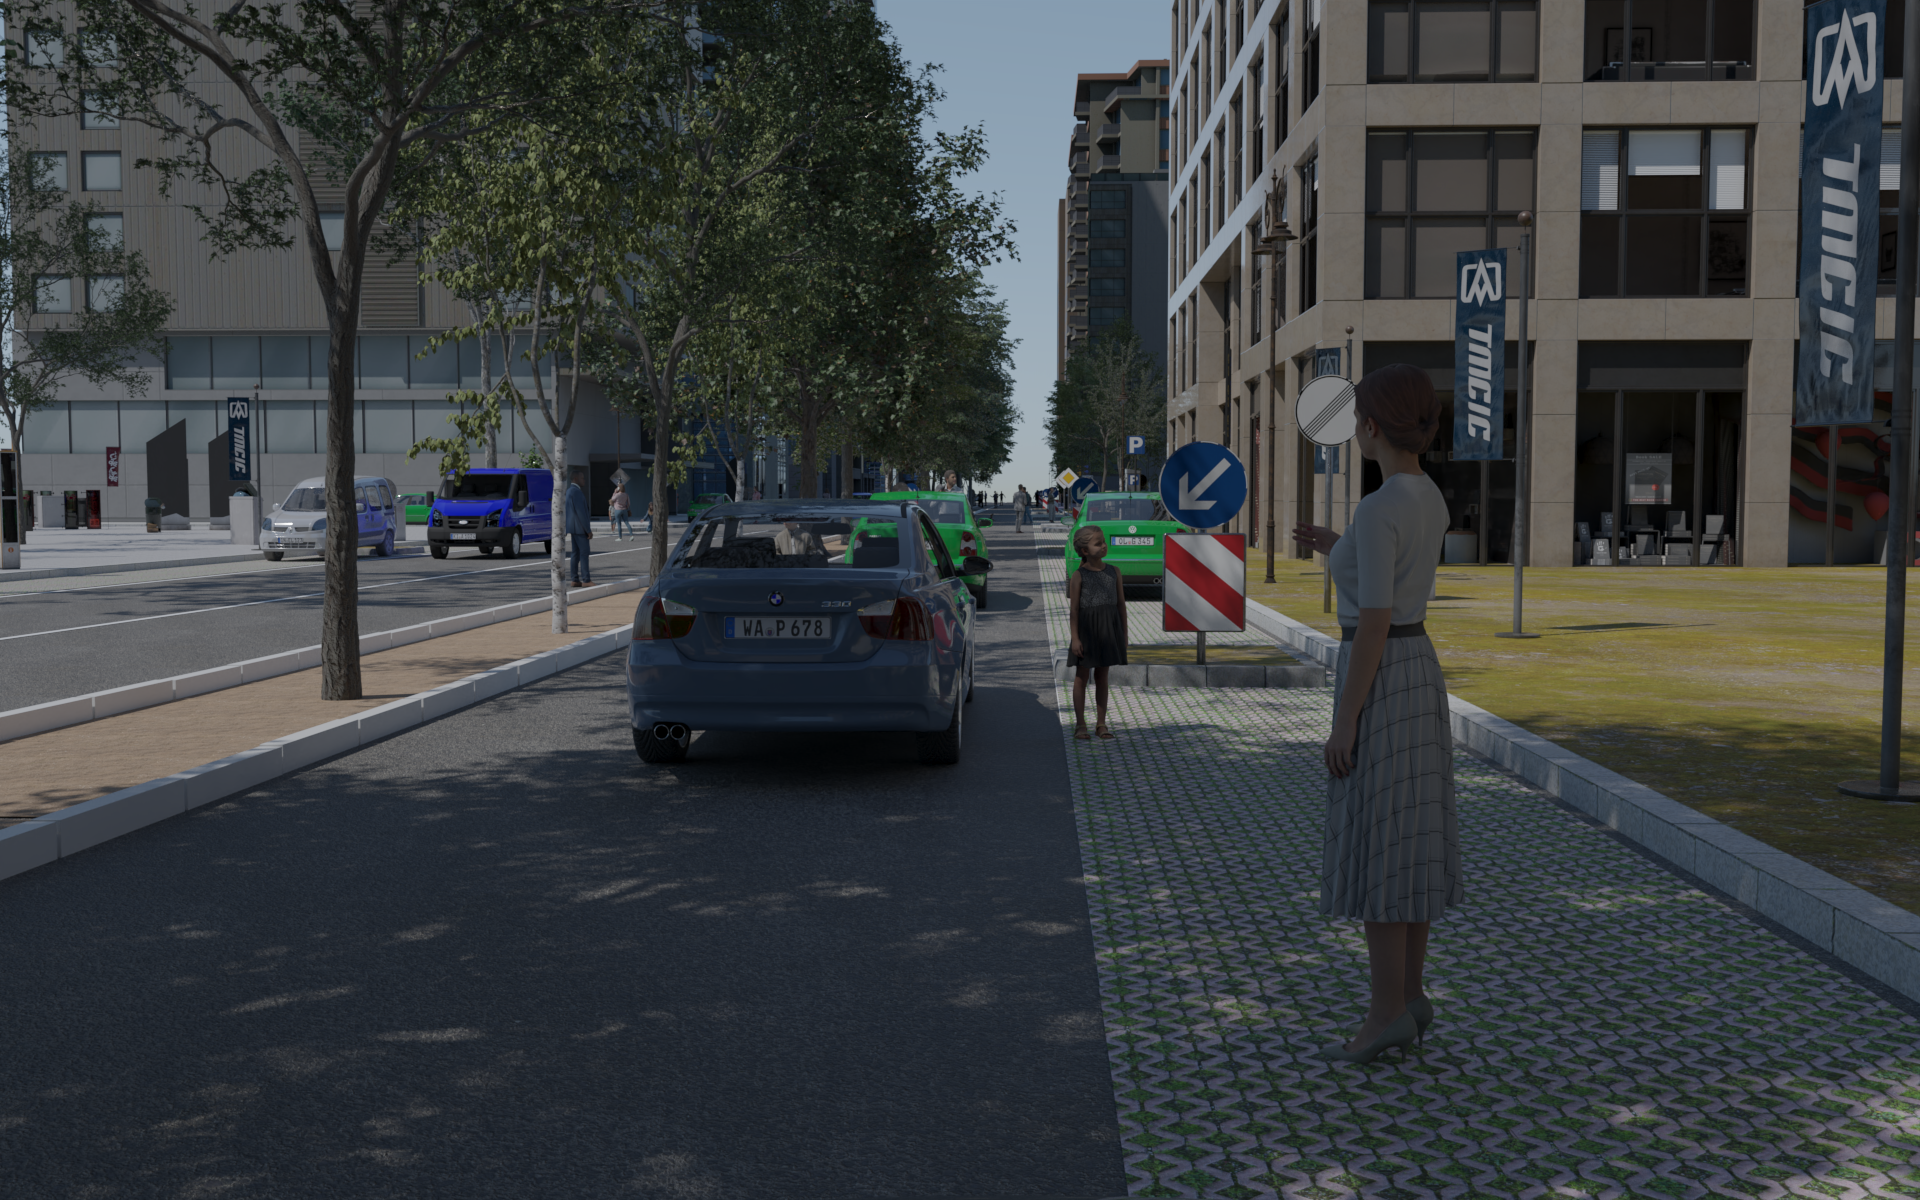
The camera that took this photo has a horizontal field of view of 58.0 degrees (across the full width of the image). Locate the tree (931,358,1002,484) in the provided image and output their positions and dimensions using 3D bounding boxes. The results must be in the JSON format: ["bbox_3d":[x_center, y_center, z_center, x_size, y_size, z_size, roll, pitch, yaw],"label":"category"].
[{"bbox_3d":[-0.808,-10.873,105.993,9.928,11.665,9.643,0,3,0],"label":"tree"}]

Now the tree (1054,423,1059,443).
[{"bbox_3d":[8.340,-10.126,115.926,4.360,8.622,3.978,0,3,0],"label":"tree"}]

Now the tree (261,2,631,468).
[{"bbox_3d":[-16.147,-12.181,55.046,12.611,20.169,13.585,0,3,0],"label":"tree"}]

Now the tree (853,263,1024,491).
[{"bbox_3d":[-1.543,-10.447,79.920,9.857,13.997,8.962,0,3,0],"label":"tree"}]

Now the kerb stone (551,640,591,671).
[{"bbox_3d":[-3.293,0.474,14.489,0.120,0.150,1.000,0,4,2],"label":"kerb stone"}]

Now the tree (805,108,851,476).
[{"bbox_3d":[-3.880,-4.734,30.213,4.737,8.622,4.395,0,3,0],"label":"tree"}]

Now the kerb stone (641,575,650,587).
[{"bbox_3d":[-4.907,-0.285,26.863,0.120,0.150,1.000,0,4,2],"label":"kerb stone"}]

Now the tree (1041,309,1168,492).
[{"bbox_3d":[7.470,-9.321,86.806,7.601,10.594,8.767,1,4,11],"label":"tree"}]

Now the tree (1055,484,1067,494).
[{"bbox_3d":[11.642,-12.626,201.041,1.663,3.219,1.824,0,3,0],"label":"tree"}]

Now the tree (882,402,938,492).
[{"bbox_3d":[-2.304,-6.286,55.597,4.360,8.622,3.978,0,3,0],"label":"tree"}]

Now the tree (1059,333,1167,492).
[{"bbox_3d":[7.625,-7.899,79.504,4.360,8.622,3.978,0,3,0],"label":"tree"}]

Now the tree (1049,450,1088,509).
[{"bbox_3d":[9.859,-12.180,149.509,4.737,8.622,4.395,0,3,0],"label":"tree"}]

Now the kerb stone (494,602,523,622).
[{"bbox_3d":[-5.196,0.154,19.678,0.120,0.150,1.000,0,4,2],"label":"kerb stone"}]

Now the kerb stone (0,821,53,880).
[{"bbox_3d":[-3.623,0.975,6.299,0.120,0.150,1.000,0,4,2],"label":"kerb stone"}]

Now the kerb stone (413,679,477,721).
[{"bbox_3d":[-3.420,0.664,11.409,0.120,0.150,1.000,0,4,2],"label":"kerb stone"}]

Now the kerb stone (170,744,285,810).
[{"bbox_3d":[-3.539,0.853,8.345,0.120,0.150,1.000,0,4,2],"label":"kerb stone"}]

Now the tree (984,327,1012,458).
[{"bbox_3d":[-2.668,-7.657,62.058,8.767,10.594,7.601,0,4,2],"label":"tree"}]

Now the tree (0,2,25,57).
[{"bbox_3d":[-15.818,-10.122,21.381,12.611,20.169,13.585,0,3,0],"label":"tree"}]

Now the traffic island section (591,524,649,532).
[{"bbox_3d":[-13.006,-2.686,66.198,2.009,0.180,2.903,0,4,2],"label":"traffic island section"}]

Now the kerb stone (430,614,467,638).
[{"bbox_3d":[-5.273,0.280,17.634,0.120,0.150,1.000,0,4,2],"label":"kerb stone"}]

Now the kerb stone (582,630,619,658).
[{"bbox_3d":[-3.260,0.409,15.511,0.120,0.150,1.000,0,4,2],"label":"kerb stone"}]

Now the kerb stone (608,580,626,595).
[{"bbox_3d":[-4.992,-0.160,24.813,0.120,0.150,1.000,0,4,2],"label":"kerb stone"}]

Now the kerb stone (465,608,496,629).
[{"bbox_3d":[-5.239,0.222,18.657,0.120,0.150,1.000,0,4,2],"label":"kerb stone"}]

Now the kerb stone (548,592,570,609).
[{"bbox_3d":[-5.117,0.035,21.735,0.120,0.150,1.000,0,4,2],"label":"kerb stone"}]

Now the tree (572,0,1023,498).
[{"bbox_3d":[-3.412,-7.298,38.789,9.611,12.733,9.660,0,3,0],"label":"tree"}]

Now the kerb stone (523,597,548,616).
[{"bbox_3d":[-5.150,0.093,20.704,0.120,0.150,1.000,0,4,2],"label":"kerb stone"}]

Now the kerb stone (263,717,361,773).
[{"bbox_3d":[-3.506,0.785,9.366,0.120,0.150,1.000,0,4,2],"label":"kerb stone"}]

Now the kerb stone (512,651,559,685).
[{"bbox_3d":[-3.336,0.534,13.462,0.120,0.150,1.000,0,4,2],"label":"kerb stone"}]

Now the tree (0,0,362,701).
[{"bbox_3d":[-4.341,-4.558,11.386,8.767,10.594,7.601,0,4,2],"label":"tree"}]

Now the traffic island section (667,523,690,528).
[{"bbox_3d":[-12.690,-3.174,74.177,2.009,0.180,2.903,0,4,2],"label":"traffic island section"}]

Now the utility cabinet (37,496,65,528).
[{"bbox_3d":[-34.723,-3.367,66.212,0.306,1.237,1.020,2,4,24],"label":"utility cabinet"}]

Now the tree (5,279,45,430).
[{"bbox_3d":[-30.116,-6.263,52.755,4.360,8.622,3.978,0,3,0],"label":"tree"}]

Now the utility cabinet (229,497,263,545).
[{"bbox_3d":[-18.069,-2.001,43.879,1.020,1.237,0.306,2,4,34],"label":"utility cabinet"}]

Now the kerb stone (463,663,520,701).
[{"bbox_3d":[-3.383,0.597,12.438,0.120,0.150,1.000,0,4,2],"label":"kerb stone"}]

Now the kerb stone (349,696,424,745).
[{"bbox_3d":[-3.464,0.727,10.388,0.120,0.150,1.000,0,4,2],"label":"kerb stone"}]

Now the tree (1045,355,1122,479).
[{"bbox_3d":[10.170,-13.591,140.332,7.486,12.596,7.792,0,3,0],"label":"tree"}]

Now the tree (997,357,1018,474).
[{"bbox_3d":[0.016,-11.900,115.149,7.486,12.596,7.792,0,3,0],"label":"tree"}]

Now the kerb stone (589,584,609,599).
[{"bbox_3d":[-5.035,-0.098,23.792,0.120,0.150,1.000,0,4,2],"label":"kerb stone"}]

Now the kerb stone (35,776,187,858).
[{"bbox_3d":[-3.581,0.910,7.320,0.120,0.150,1.000,0,4,2],"label":"kerb stone"}]

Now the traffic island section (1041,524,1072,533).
[{"bbox_3d":[4.122,-2.644,65.517,2.009,0.180,2.903,0,4,2],"label":"traffic island section"}]

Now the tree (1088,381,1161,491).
[{"bbox_3d":[10.706,-9.737,109.564,4.737,8.622,4.395,0,3,0],"label":"tree"}]

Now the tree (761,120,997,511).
[{"bbox_3d":[-3.034,-7.757,47.418,7.486,12.596,7.792,0,3,0],"label":"tree"}]

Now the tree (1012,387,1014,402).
[{"bbox_3d":[-1.488,-9.336,89.505,8.767,10.594,7.601,0,4,2],"label":"tree"}]

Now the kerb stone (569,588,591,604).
[{"bbox_3d":[-5.070,-0.035,22.770,0.120,0.150,1.000,0,4,2],"label":"kerb stone"}]

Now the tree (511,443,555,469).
[{"bbox_3d":[-15.847,-4.294,64.812,1.663,3.219,1.824,0,3,0],"label":"tree"}]

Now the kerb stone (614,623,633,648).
[{"bbox_3d":[-3.215,0.346,16.537,0.120,0.150,1.000,0,4,2],"label":"kerb stone"}]

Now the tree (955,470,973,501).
[{"bbox_3d":[0.585,-11.344,138.289,4.737,8.622,4.395,0,3,0],"label":"tree"}]

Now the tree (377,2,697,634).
[{"bbox_3d":[-4.124,-3.968,17.699,4.737,8.622,4.395,0,3,0],"label":"tree"}]

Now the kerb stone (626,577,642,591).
[{"bbox_3d":[-4.956,-0.220,25.841,0.120,0.150,1.000,0,4,2],"label":"kerb stone"}]

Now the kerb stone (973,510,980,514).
[{"bbox_3d":[1.266,-6.580,129.772,0.120,0.150,1.000,0,4,2],"label":"kerb stone"}]
